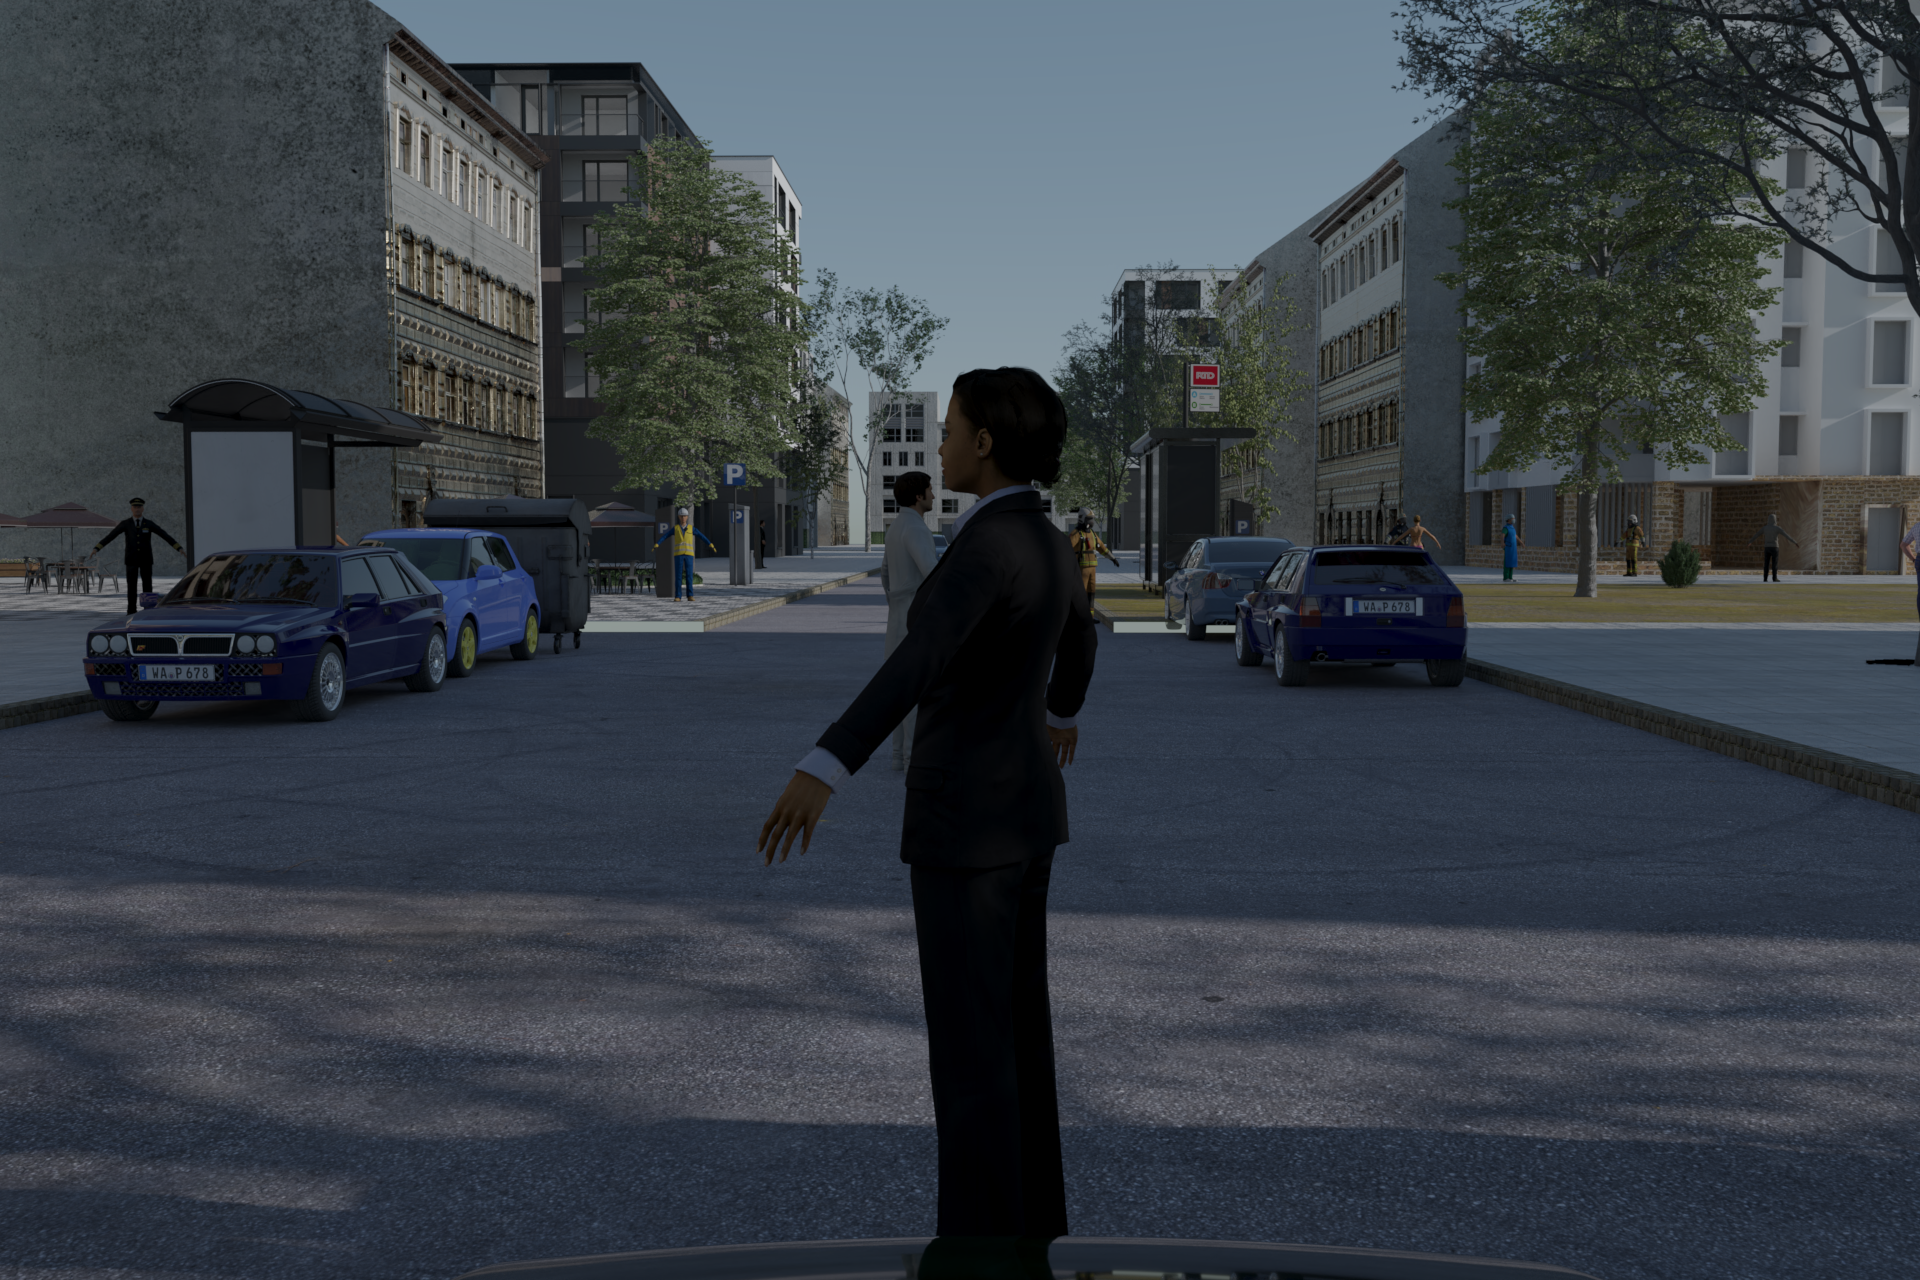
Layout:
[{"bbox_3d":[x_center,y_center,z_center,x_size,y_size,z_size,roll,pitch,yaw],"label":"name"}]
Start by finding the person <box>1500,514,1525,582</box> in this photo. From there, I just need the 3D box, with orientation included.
[{"bbox_3d":[14.751,-2.463,46.399,0.704,1.817,1.347,3,5,41],"label":"person"}]

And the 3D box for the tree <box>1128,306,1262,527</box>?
[{"bbox_3d":[7.146,-6.489,56.457,4.360,8.622,3.978,0,3,0],"label":"tree"}]

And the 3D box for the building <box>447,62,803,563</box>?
[{"bbox_3d":[-24.035,-15.163,91.887,27.936,21.610,32.646,0,4,1],"label":"building"}]

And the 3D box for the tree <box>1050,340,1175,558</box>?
[{"bbox_3d":[8.049,-10.122,91.257,9.928,11.665,9.643,0,3,0],"label":"tree"}]

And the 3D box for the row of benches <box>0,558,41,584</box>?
[{"bbox_3d":[-25.655,-1.763,44.284,4.104,0.672,1.422,-1,4,-11],"label":"row of benches"}]

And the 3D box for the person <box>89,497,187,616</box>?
[{"bbox_3d":[-12.536,-1.254,26.441,1.347,1.837,0.705,-2,4,-25],"label":"person"}]

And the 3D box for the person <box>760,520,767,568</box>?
[{"bbox_3d":[-7.376,-3.577,64.669,0.705,1.806,1.347,0,4,-6],"label":"person"}]

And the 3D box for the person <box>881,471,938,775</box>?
[{"bbox_3d":[-0.248,-0.107,10.399,0.705,1.806,1.347,-1,4,-20],"label":"person"}]

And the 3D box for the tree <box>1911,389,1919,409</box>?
[{"bbox_3d":[28.288,-6.686,43.731,7.601,10.594,8.767,-1,4,-19],"label":"tree"}]

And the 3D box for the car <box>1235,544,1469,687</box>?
[{"bbox_3d":[3.868,-0.308,17.617,1.945,1.354,3.894,0,4,0],"label":"car"}]

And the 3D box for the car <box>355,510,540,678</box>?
[{"bbox_3d":[-5.714,-0.540,18.419,1.945,1.707,3.694,0,4,1],"label":"car"}]

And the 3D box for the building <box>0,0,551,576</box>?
[{"bbox_3d":[-26.195,-14.053,60.690,19.493,23.208,18.063,0,4,0],"label":"building"}]

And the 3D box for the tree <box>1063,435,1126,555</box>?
[{"bbox_3d":[8.694,-9.655,108.214,4.737,8.622,4.395,0,3,0],"label":"tree"}]

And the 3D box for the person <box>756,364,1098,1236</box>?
[{"bbox_3d":[-0.012,0.362,3.254,0.721,1.740,1.216,2,4,25],"label":"person"}]

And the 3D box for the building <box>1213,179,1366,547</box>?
[{"bbox_3d":[26.030,-16.679,103.635,19.493,23.208,18.063,0,4,1],"label":"building"}]

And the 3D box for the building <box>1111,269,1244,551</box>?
[{"bbox_3d":[26.835,-18.711,149.903,27.936,21.610,32.646,0,4,1],"label":"building"}]

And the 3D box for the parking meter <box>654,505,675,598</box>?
[{"bbox_3d":[-5.952,-1.784,34.885,0.399,1.863,0.255,0,4,1],"label":"parking meter"}]

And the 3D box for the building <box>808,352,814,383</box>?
[{"bbox_3d":[-20.452,-19.131,169.205,16.016,20.090,11.380,0,4,1],"label":"building"}]

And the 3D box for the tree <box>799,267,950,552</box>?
[{"bbox_3d":[-7.384,-16.371,123.555,12.611,20.169,13.585,0,3,0],"label":"tree"}]

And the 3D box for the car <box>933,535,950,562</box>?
[{"bbox_3d":[-1.225,-3.520,69.554,2.014,1.417,4.499,0,4,1],"label":"car"}]

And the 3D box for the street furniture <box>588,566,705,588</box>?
[{"bbox_3d":[-11.027,-1.809,45.207,5.734,0.657,10.072,-2,4,-32],"label":"street furniture"}]

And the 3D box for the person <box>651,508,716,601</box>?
[{"bbox_3d":[-5.256,-1.621,32.965,1.216,1.772,0.721,-1,4,-11],"label":"person"}]

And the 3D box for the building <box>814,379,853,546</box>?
[{"bbox_3d":[-22.490,-22.104,192.329,19.493,23.208,18.063,0,4,2],"label":"building"}]

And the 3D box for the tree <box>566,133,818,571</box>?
[{"bbox_3d":[-7.689,-8.068,50.032,7.486,12.596,7.792,0,3,0],"label":"tree"}]

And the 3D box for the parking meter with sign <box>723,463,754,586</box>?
[{"bbox_3d":[-5.522,-2.891,43.521,0.543,3.016,1.738,0,4,1],"label":"parking meter with sign"}]

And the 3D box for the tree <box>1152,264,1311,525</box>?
[{"bbox_3d":[7.545,-5.877,46.456,4.737,8.622,4.395,0,3,0],"label":"tree"}]

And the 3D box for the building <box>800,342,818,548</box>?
[{"bbox_3d":[-22.372,-17.314,149.546,16.747,18.905,31.486,0,4,1],"label":"building"}]

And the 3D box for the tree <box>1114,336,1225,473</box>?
[{"bbox_3d":[7.434,-6.982,64.522,4.360,8.622,3.978,0,3,0],"label":"tree"}]

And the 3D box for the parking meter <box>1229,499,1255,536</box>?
[{"bbox_3d":[4.652,-1.398,28.570,0.399,1.863,0.255,0,4,2],"label":"parking meter"}]

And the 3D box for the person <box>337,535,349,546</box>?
[{"bbox_3d":[-10.628,-1.374,28.602,1.345,1.843,0.704,1,4,12],"label":"person"}]

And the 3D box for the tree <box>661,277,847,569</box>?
[{"bbox_3d":[-7.668,-7.865,63.007,7.601,10.594,8.767,-3,5,-41],"label":"tree"}]

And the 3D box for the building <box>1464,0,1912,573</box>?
[{"bbox_3d":[24.932,-12.838,66.327,16.016,20.090,11.380,0,4,1],"label":"building"}]

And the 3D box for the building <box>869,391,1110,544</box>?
[{"bbox_3d":[4.611,-21.558,221.388,31.486,18.905,16.747,0,4,0],"label":"building"}]

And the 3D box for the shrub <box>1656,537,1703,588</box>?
[{"bbox_3d":[17.048,-1.829,41.026,1.383,1.207,1.383,0,3,0],"label":"shrub"}]

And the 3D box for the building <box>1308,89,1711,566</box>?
[{"bbox_3d":[27.117,-15.121,78.160,19.493,23.208,18.063,0,4,1],"label":"building"}]

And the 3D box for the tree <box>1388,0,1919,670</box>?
[{"bbox_3d":[9.504,-6.494,16.541,12.009,13.543,11.850,0,3,0],"label":"tree"}]

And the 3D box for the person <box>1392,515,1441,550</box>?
[{"bbox_3d":[10.953,-2.131,41.646,1.217,1.733,0.721,0,4,2],"label":"person"}]

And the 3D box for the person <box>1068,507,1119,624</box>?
[{"bbox_3d":[2.008,-1.181,27.528,1.354,1.858,0.705,-3,5,-43],"label":"person"}]

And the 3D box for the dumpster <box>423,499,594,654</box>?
[{"bbox_3d":[-5.502,-0.790,21.125,1.865,1.857,1.264,0,4,2],"label":"dumpster"}]

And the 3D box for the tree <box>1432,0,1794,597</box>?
[{"bbox_3d":[13.143,-7.160,35.197,7.486,12.596,7.792,0,3,0],"label":"tree"}]

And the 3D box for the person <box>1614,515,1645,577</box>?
[{"bbox_3d":[20.169,-2.830,52.044,0.705,1.858,1.354,-1,4,-16],"label":"person"}]

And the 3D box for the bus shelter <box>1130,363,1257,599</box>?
[{"bbox_3d":[4.951,-3.713,38.339,2.179,5.291,8.768,0,4,2],"label":"bus shelter"}]

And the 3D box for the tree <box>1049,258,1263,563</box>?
[{"bbox_3d":[8.429,-10.205,77.217,12.009,13.543,11.850,0,3,0],"label":"tree"}]

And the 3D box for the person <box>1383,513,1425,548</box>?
[{"bbox_3d":[12.329,-2.599,48.279,1.354,1.856,0.705,-1,4,-21],"label":"person"}]

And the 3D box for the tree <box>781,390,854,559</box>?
[{"bbox_3d":[-7.567,-8.488,89.137,4.737,8.622,4.395,0,3,0],"label":"tree"}]

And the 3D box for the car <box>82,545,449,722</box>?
[{"bbox_3d":[-5.633,-0.116,14.473,1.945,1.354,3.894,0,4,1],"label":"car"}]

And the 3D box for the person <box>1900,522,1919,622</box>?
[{"bbox_3d":[12.816,-0.968,22.807,0.436,1.711,0.756,-1,4,-16],"label":"person"}]

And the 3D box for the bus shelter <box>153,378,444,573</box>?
[{"bbox_3d":[-9.391,-1.917,25.273,2.014,3.302,5.546,0,4,1],"label":"bus shelter"}]

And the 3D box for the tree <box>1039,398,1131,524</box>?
[{"bbox_3d":[8.709,-12.862,128.423,7.486,12.596,7.792,0,3,0],"label":"tree"}]

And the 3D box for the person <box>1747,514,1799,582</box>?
[{"bbox_3d":[21.774,-2.466,46.450,1.348,1.813,0.705,3,5,44],"label":"person"}]

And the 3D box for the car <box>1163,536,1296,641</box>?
[{"bbox_3d":[3.944,-0.769,24.580,2.014,1.417,4.499,0,4,1],"label":"car"}]
